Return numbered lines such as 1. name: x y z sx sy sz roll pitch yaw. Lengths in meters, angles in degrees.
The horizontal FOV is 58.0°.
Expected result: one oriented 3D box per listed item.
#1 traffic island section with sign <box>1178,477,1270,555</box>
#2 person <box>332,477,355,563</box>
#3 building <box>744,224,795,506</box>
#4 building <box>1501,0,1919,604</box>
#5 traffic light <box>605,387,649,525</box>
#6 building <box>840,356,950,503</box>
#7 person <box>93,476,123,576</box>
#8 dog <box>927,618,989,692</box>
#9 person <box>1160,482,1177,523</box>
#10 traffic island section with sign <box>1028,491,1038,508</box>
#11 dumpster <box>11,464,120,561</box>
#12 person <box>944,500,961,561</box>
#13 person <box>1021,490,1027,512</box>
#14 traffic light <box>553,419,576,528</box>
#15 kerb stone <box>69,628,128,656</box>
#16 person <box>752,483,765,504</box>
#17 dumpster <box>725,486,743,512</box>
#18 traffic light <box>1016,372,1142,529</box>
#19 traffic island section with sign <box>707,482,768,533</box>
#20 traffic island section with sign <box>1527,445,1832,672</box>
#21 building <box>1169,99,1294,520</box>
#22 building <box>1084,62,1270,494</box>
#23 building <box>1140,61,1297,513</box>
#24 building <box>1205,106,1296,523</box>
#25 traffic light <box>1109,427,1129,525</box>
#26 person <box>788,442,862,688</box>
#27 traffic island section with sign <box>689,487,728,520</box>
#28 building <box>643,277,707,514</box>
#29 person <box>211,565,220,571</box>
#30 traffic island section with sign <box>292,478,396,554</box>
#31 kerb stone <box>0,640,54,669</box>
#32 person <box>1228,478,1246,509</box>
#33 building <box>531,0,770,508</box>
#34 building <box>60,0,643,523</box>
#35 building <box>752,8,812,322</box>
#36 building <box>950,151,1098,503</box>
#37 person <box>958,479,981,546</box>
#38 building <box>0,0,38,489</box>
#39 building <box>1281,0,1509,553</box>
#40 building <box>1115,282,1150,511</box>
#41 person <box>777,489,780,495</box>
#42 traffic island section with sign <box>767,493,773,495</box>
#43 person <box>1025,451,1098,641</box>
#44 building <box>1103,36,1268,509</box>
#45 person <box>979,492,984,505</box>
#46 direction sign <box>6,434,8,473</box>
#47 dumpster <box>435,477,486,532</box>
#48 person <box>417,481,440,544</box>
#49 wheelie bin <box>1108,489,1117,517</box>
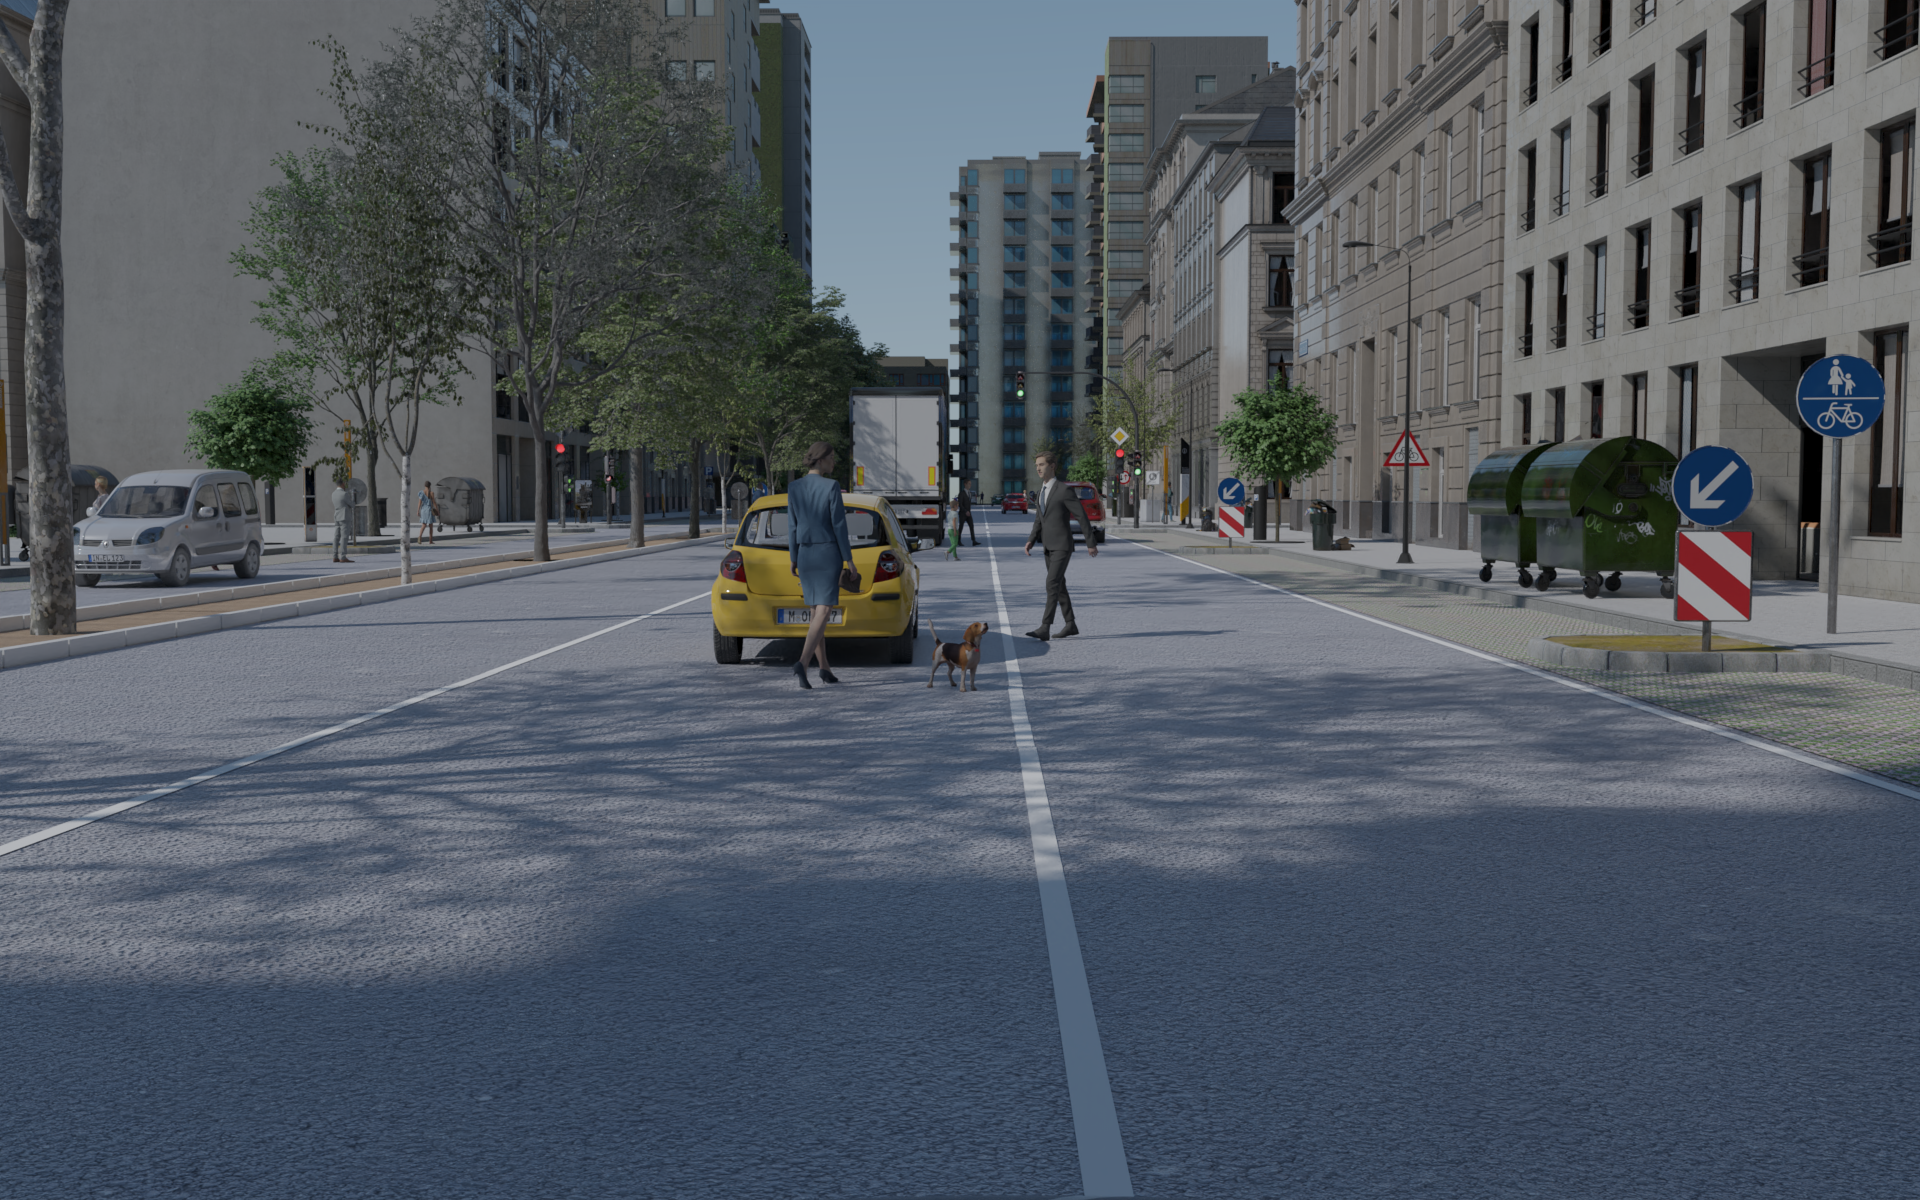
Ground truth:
1. traffic island section with sign: 6.314 -2.024 41.727 1.989 1.847 2.006 0 4 1
2. person: -12.879 -1.687 36.257 0.511 1.800 0.466 1 4 23
3. building: -25.236 -25.157 183.013 14.160 30.474 14.107 0 4 1
4. building: 16.456 -10.565 27.484 10.420 20.320 16.860 0 4 1
5. traffic light: -12.625 -5.993 72.656 4.771 5.953 1.251 0 4 1
6. building: -16.135 -24.660 248.234 28.899 21.520 27.650 0 4 1
7. person: -14.838 -1.290 30.263 0.598 1.740 0.731 -3 4 -38
8. dog: -0.022 0.401 12.727 0.540 0.507 0.406 1 4 12
9. person: 9.114 -4.269 75.830 0.713 1.824 0.794 0 4 -1
10. traffic island section with sign: 8.245 -11.779 201.218 1.989 1.847 2.006 0 4 1
11. dumpster: -17.328 -1.704 33.622 1.264 1.857 1.865 0 4 1
12. person: -0.167 -1.491 37.128 0.306 1.304 0.590 3 5 39
13. person: 4.980 -7.725 135.471 0.598 1.740 0.731 -1 4 -20
14. traffic light: -14.815 -4.633 64.662 0.839 4.253 0.868 0 4 1
15. kerb stone: -7.910 0.392 15.782 0.120 0.150 1.000 0 4 1
16. person: -6.501 -2.934 56.659 0.721 1.800 0.419 3 4 37
17. dumpster: -16.294 -7.286 124.879 1.264 1.857 1.865 0 4 1
18. traffic light: 4.452 -5.482 64.304 4.771 5.953 1.251 0 4 1
19. traffic island section with sign: -8.361 -3.475 64.953 2.006 1.907 1.989 0 4 1
20. traffic island section with sign: 5.985 -0.376 14.774 1.989 1.847 2.006 0 4 1
21. building: 17.176 -14.984 94.144 9.793 20.994 18.267 0 4 1
22. building: 24.372 -32.137 180.067 22.147 44.769 28.867 0 4 1
23. building: 19.827 -20.043 115.099 14.401 28.519 23.554 0 4 1
24. building: 21.606 -13.186 80.211 19.286 19.102 10.561 0 4 1
25. traffic light: 6.642 -5.106 72.404 0.839 4.253 0.868 0 4 1
26. person: -1.087 -0.268 12.910 0.581 1.822 0.654 3 5 41
27. traffic island section with sign: -14.126 -5.428 97.379 1.989 1.847 2.006 0 4 1
28. building: -25.538 -19.883 122.351 12.463 27.353 25.104 0 4 1
29. person: -13.681 -1.472 32.478 0.836 1.842 0.656 -3 4 -39
30. traffic island section with sign: -14.814 -2.035 41.902 1.989 1.847 2.006 0 4 1
31. kerb stone: -7.923 0.455 14.760 0.120 0.150 1.000 0 4 1
32. person: 8.598 -2.917 53.757 0.581 1.822 0.654 1 4 20
33. building: -33.238 -34.976 161.096 28.713 52.752 27.495 0 4 1
34. building: -29.944 -17.619 92.593 19.350 26.468 34.151 0 4 1
35. building: -32.356 -40.858 210.020 28.212 58.520 21.231 0 4 1
36. building: 13.845 -38.239 244.820 30.456 49.044 23.786 0 4 1
37. person: 0.225 -2.418 47.811 0.755 1.850 0.659 3 5 39
38. building: -53.911 -17.389 81.569 25.104 27.353 12.463 0 4 1
39. building: 17.136 -15.348 48.206 12.463 27.353 25.104 0 4 1
40. building: 18.278 -16.678 137.310 10.561 19.102 19.286 0 4 1
41. person: -16.366 -9.115 155.797 0.721 1.735 1.217 0 4 2
42. traffic island section with sign: -13.803 -7.094 124.619 1.989 1.847 2.006 0 4 1
43. person: 0.893 -0.536 17.037 0.755 1.850 0.659 -2 4 -33
44. building: 20.075 -29.064 158.789 14.154 41.232 14.086 0 4 1
45. person: 2.737 -13.123 223.507 0.683 1.767 0.568 -3 4 -37
46. direction sign: -36.193 -4.467 65.029 0.876 3.537 0.379 0 4 -3
47. dumpster: -16.912 -3.232 58.608 1.264 1.857 1.865 0 4 1
48. person: -15.118 -2.486 49.232 0.616 1.811 0.778 1 4 11
49. wheelie bin: 8.876 -5.513 98.050 0.980 1.594 0.693 0 4 -4
